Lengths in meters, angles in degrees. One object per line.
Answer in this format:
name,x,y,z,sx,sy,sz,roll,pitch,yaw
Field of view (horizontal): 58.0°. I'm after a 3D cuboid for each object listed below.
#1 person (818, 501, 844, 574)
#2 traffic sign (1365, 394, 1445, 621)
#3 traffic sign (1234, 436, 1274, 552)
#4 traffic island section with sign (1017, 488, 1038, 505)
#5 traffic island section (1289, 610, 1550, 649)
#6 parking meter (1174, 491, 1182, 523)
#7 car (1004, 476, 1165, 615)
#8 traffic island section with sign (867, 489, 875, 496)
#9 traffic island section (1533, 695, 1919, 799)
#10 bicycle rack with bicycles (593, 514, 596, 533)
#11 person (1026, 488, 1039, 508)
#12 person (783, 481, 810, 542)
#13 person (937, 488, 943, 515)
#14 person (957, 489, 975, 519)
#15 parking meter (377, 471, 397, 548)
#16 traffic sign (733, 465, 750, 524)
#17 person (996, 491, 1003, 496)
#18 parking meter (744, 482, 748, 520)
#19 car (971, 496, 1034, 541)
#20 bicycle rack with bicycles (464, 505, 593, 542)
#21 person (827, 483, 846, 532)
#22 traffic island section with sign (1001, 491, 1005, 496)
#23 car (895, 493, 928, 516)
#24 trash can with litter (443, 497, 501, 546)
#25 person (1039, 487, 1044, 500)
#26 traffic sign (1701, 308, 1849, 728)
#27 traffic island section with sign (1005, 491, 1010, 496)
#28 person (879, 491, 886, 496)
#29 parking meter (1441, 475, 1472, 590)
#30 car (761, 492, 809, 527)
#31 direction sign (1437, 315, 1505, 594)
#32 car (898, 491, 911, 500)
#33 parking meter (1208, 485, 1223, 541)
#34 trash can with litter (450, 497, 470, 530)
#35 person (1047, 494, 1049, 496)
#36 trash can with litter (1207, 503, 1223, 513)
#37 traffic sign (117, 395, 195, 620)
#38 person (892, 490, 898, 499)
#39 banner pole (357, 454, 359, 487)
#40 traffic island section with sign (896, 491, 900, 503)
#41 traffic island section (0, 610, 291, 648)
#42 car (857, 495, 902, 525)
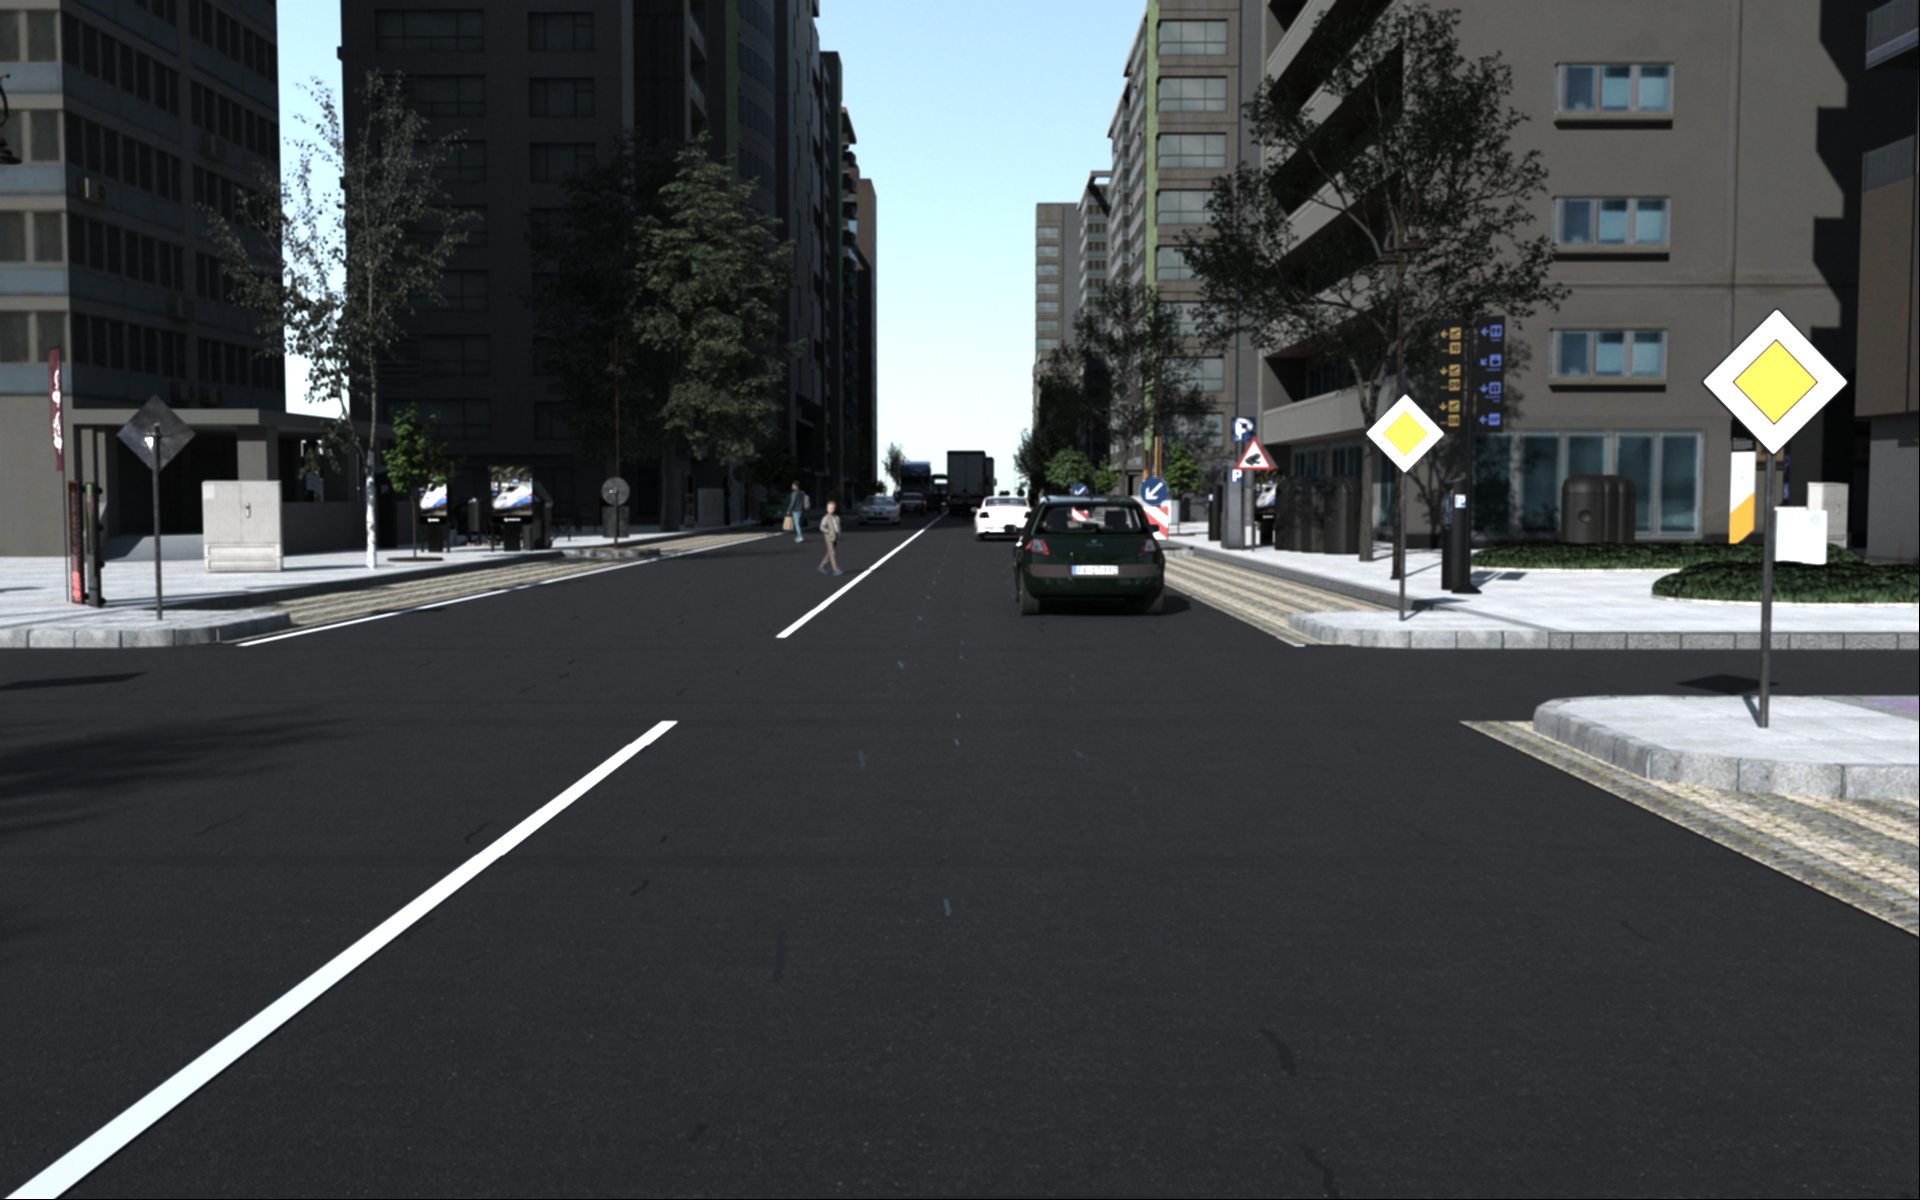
person,-2.298,-1.120,31.078,0.640,1.303,0.475,2,4,34
traffic sign,4.462,-0.844,17.440,0.795,2.450,0.064,0,4,0
traffic sign,6.530,-2.358,38.560,0.884,2.594,0.081,0,4,1
traffic island section with sign,4.786,-6.630,117.025,1.989,1.847,2.006,0,4,0
traffic island section,4.486,0.291,17.517,2.009,0.180,2.903,0,4,0
parking meter,9.819,-4.419,77.961,0.255,1.863,0.399,2,4,34
car,1.566,-0.738,21.854,2.009,1.686,4.222,0,4,1
traffic island section with sign,-7.356,-8.317,144.615,1.989,1.847,2.006,0,4,0
traffic island section,4.436,0.780,9.532,2.009,0.180,2.903,0,4,0
bicycle rack with bicycles,-13.306,-2.695,57.441,2.852,0.926,2.925,-2,4,-27
person,3.933,-5.272,95.218,1.217,1.766,0.721,-3,5,-40
person,-4.897,-2.646,51.755,0.794,1.824,0.713,-3,4,-37
person,-1.391,-6.882,121.029,0.705,1.822,1.348,1,4,11
person,0.342,-5.482,98.848,1.217,1.736,0.721,2,4,33
parking meter,-13.637,-2.172,41.218,0.399,1.863,0.255,0,4,7
traffic sign,-9.475,-4.590,75.160,0.768,2.556,0.104,0,4,1
person,4.339,-11.013,189.095,0.617,1.759,0.750,3,5,43
parking meter,-10.738,-4.896,85.754,0.399,1.863,0.255,-3,5,-40
car,1.394,-2.544,53.957,2.083,1.381,4.827,0,3,0
bicycle rack with bicycles,-12.031,-2.055,46.977,2.925,0.926,2.852,-3,5,-40
person,-4.683,-3.511,65.816,0.656,1.842,0.836,-2,4,-32
traffic island section with sign,5.488,-13.358,227.031,1.989,1.847,2.006,0,4,0
car,-3.193,-6.437,114.293,2.155,1.783,4.494,0,4,1
trash can with litter,-11.959,-1.955,43.027,1.678,1.210,2.233,-3,5,-45
person,4.387,-5.031,90.963,0.583,1.804,0.606,1,4,9
traffic sign,4.412,-0.355,9.455,0.795,2.450,0.064,0,4,0
traffic island section with sign,4.953,-8.312,144.528,1.989,1.847,2.006,0,4,0
person,-7.446,-9.619,166.580,0.742,1.727,0.445,1,4,16
parking meter,6.647,-0.903,23.174,0.372,1.533,0.369,0,3,0
car,-7.597,-4.058,75.137,1.959,1.807,4.718,0,3,0
direction sign,6.550,-1.853,22.291,0.876,3.537,0.379,3,5,39
car,-3.756,-7.439,131.412,2.009,1.686,4.222,0,4,-2
parking meter,6.999,-2.387,47.442,0.372,1.533,0.369,0,3,0
trash can with litter,-18.046,-3.097,62.025,1.055,1.170,0.624,1,4,19
person,9.005,-9.986,174.986,0.599,1.433,0.991,-3,5,-42
trash can with litter,9.571,-3.173,63.271,1.055,1.170,0.624,0,4,-1
traffic sign,-8.131,-0.850,17.540,0.795,2.450,0.064,0,4,0
person,-7.033,-10.913,186.923,0.705,1.824,1.348,-2,4,-27
banner pole,-26.371,-5.253,75.905,0.401,3.779,0.863,-3,5,-42
traffic island section with sign,-7.007,-11.717,200.204,1.989,1.847,2.006,0,4,0
traffic island section,-8.155,0.286,17.601,2.009,0.180,2.903,0,4,0
car,-3.760,-4.215,81.275,2.083,1.381,4.827,0,4,0
